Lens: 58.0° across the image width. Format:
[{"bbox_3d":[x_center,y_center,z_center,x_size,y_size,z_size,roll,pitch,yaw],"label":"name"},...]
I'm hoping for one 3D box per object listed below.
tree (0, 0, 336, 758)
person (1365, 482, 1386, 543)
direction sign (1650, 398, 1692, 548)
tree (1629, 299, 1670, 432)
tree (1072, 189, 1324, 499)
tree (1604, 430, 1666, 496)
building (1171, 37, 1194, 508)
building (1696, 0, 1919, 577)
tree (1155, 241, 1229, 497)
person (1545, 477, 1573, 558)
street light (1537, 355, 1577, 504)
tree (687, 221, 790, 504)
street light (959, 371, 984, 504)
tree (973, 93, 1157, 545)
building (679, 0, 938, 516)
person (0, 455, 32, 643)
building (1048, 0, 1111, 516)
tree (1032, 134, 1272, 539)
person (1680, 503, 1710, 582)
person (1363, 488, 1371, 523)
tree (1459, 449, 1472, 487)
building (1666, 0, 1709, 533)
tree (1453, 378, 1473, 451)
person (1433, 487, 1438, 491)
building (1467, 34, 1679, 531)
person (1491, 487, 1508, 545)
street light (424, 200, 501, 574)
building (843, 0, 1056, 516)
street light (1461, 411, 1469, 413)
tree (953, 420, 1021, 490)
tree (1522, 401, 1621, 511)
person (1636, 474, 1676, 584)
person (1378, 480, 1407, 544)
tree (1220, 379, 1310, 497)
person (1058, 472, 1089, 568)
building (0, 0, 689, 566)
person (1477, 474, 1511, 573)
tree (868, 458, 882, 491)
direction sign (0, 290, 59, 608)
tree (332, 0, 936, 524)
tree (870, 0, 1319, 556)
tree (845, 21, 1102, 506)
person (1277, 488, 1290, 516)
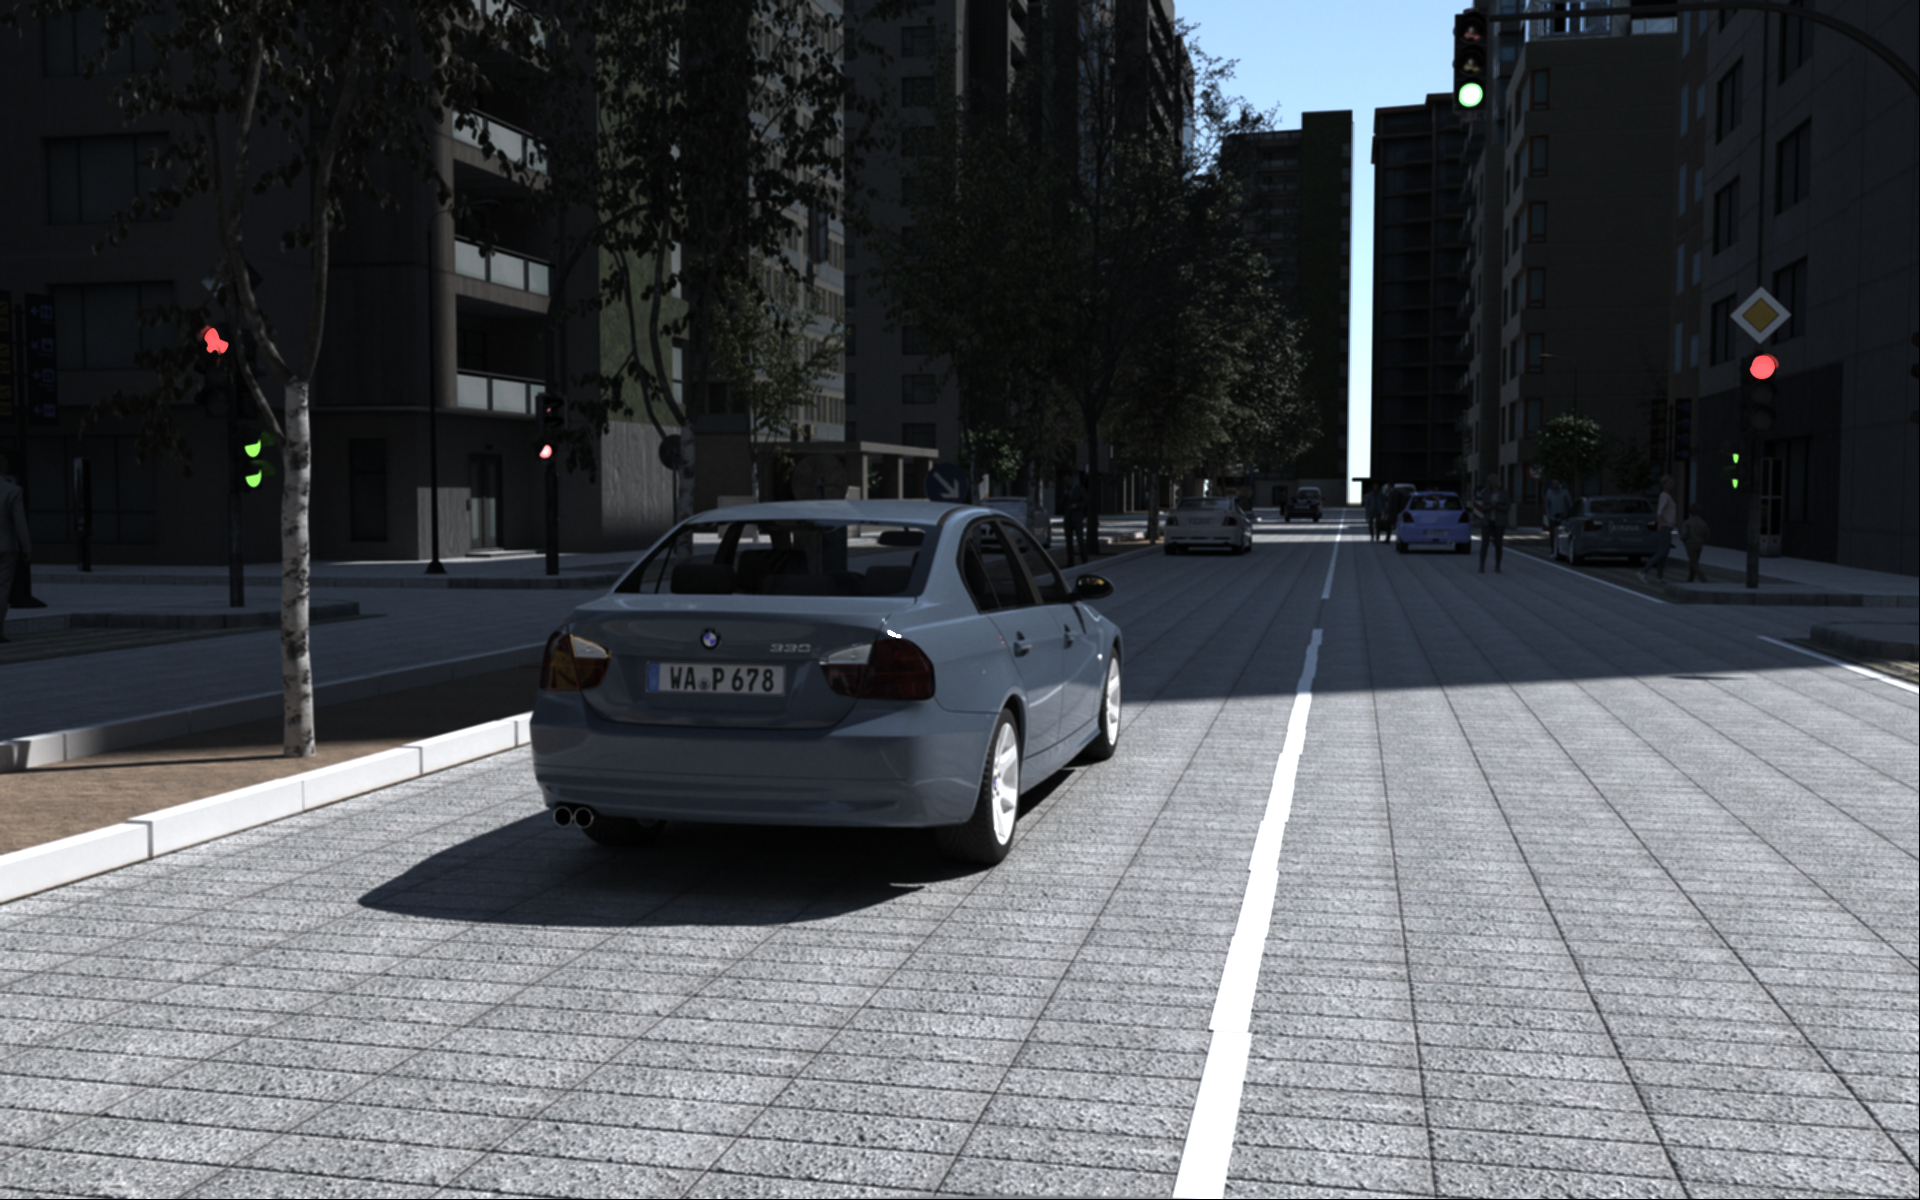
[{"bbox_3d":[-3.555,-3.460,9.391,4.360,8.622,3.978,0,3,0],"label":"tree"},{"bbox_3d":[12.241,-2.578,50.988,0.601,1.785,0.444,1,4,17],"label":"person"},{"bbox_3d":[16.860,-3.006,41.149,0.876,3.537,0.379,2,4,28],"label":"direction sign"},{"bbox_3d":[26.912,-6.916,63.441,4.360,8.622,3.978,0,3,0],"label":"tree"},{"bbox_3d":[8.296,-8.772,62.887,9.611,12.733,9.660,0,3,0],"label":"tree"},{"bbox_3d":[20.253,-3.525,52.233,1.663,3.219,1.824,0,3,0],"label":"tree"},{"bbox_3d":[14.922,-31.715,168.645,14.200,45.320,14.600,1,4,13],"label":"building"},{"bbox_3d":[26.617,-36.208,30.257,20.611,71.187,20.563,1,4,13],"label":"building"},{"bbox_3d":[5.447,-5.861,48.642,4.360,8.622,3.978,0,3,0],"label":"tree"},{"bbox_3d":[13.388,-1.842,38.639,0.660,1.820,0.620,2,4,32],"label":"person"},{"bbox_3d":[19.931,-5.212,57.756,1.470,5.913,1.316,1,4,13],"label":"street light"},{"bbox_3d":[-5.214,-5.818,45.488,4.737,8.622,4.395,0,3,0],"label":"tree"},{"bbox_3d":[0.524,-5.673,65.287,1.470,5.913,1.316,1,4,13],"label":"street light"},{"bbox_3d":[1.337,-4.845,32.042,4.360,8.622,3.978,0,3,0],"label":"tree"},{"bbox_3d":[-17.760,-22.781,64.350,32.217,40.220,23.993,1,4,13],"label":"building"},{"bbox_3d":[-9.232,-0.485,16.548,0.709,1.813,0.853,-1,4,-14],"label":"person"},{"bbox_3d":[1.677,-28.083,109.275,14.600,45.320,14.200,1,4,13],"label":"building"},{"bbox_3d":[6.061,-8.193,54.545,7.486,12.596,7.792,0,3,0],"label":"tree"},{"bbox_3d":[10.936,-0.798,25.818,0.475,1.303,0.640,-2,4,-24],"label":"person"},{"bbox_3d":[20.356,-4.711,86.369,0.563,1.720,0.643,2,4,34],"label":"person"},{"bbox_3d":[32.705,-7.571,107.496,4.285,4.588,4.351,0,3,0],"label":"tree"},{"bbox_3d":[28.619,-24.326,47.837,14.600,45.320,14.200,1,4,13],"label":"building"},{"bbox_3d":[30.712,-9.186,100.557,4.360,8.622,3.978,0,3,0],"label":"tree"},{"bbox_3d":[23.417,-4.693,85.459,0.478,1.798,0.641,-3,4,-39],"label":"person"},{"bbox_3d":[38.228,-14.224,77.601,27.650,21.520,28.899,1,4,13],"label":"building"},{"bbox_3d":[14.909,-2.403,48.139,0.444,1.785,0.601,-3,4,-37],"label":"person"},{"bbox_3d":[-7.936,-3.370,27.648,1.470,5.913,1.316,1,4,13],"label":"street light"},{"bbox_3d":[-2.751,-19.840,96.081,14.160,30.474,14.107,1,4,13],"label":"building"},{"bbox_3d":[28.621,-7.584,96.540,1.470,5.913,1.316,1,4,13],"label":"street light"},{"bbox_3d":[1.216,-5.658,76.230,4.285,4.588,4.351,0,3,0],"label":"tree"},{"bbox_3d":[21.457,-4.737,61.163,4.285,4.588,4.351,0,3,0],"label":"tree"},{"bbox_3d":[11.056,-1.119,27.463,0.598,1.740,0.731,1,4,12],"label":"person"},{"bbox_3d":[12.372,-2.502,49.378,0.822,1.834,0.622,2,4,31],"label":"person"},{"bbox_3d":[13.215,-9.115,85.900,8.767,10.594,7.601,1,4,13],"label":"tree"},{"bbox_3d":[2.178,-1.525,33.233,0.655,1.846,0.447,2,4,33],"label":"person"},{"bbox_3d":[-14.939,-21.556,36.034,14.154,41.232,14.086,1,4,13],"label":"building"},{"bbox_3d":[9.719,-1.393,31.460,0.537,1.800,0.526,2,4,35],"label":"person"},{"bbox_3d":[-4.253,-5.061,77.350,1.663,3.219,1.824,0,3,0],"label":"tree"},{"bbox_3d":[-10.541,-1.681,19.486,0.379,3.537,0.876,2,4,26],"label":"direction sign"},{"bbox_3d":[-2.319,-3.794,14.845,4.360,8.622,3.978,0,3,0],"label":"tree"},{"bbox_3d":[3.093,-7.777,39.974,12.009,13.543,11.850,0,3,0],"label":"tree"},{"bbox_3d":[0.244,-4.526,26.821,4.737,8.622,4.395,0,3,0],"label":"tree"},{"bbox_3d":[21.348,-6.477,114.413,0.705,1.823,1.348,-2,4,-30],"label":"person"}]
